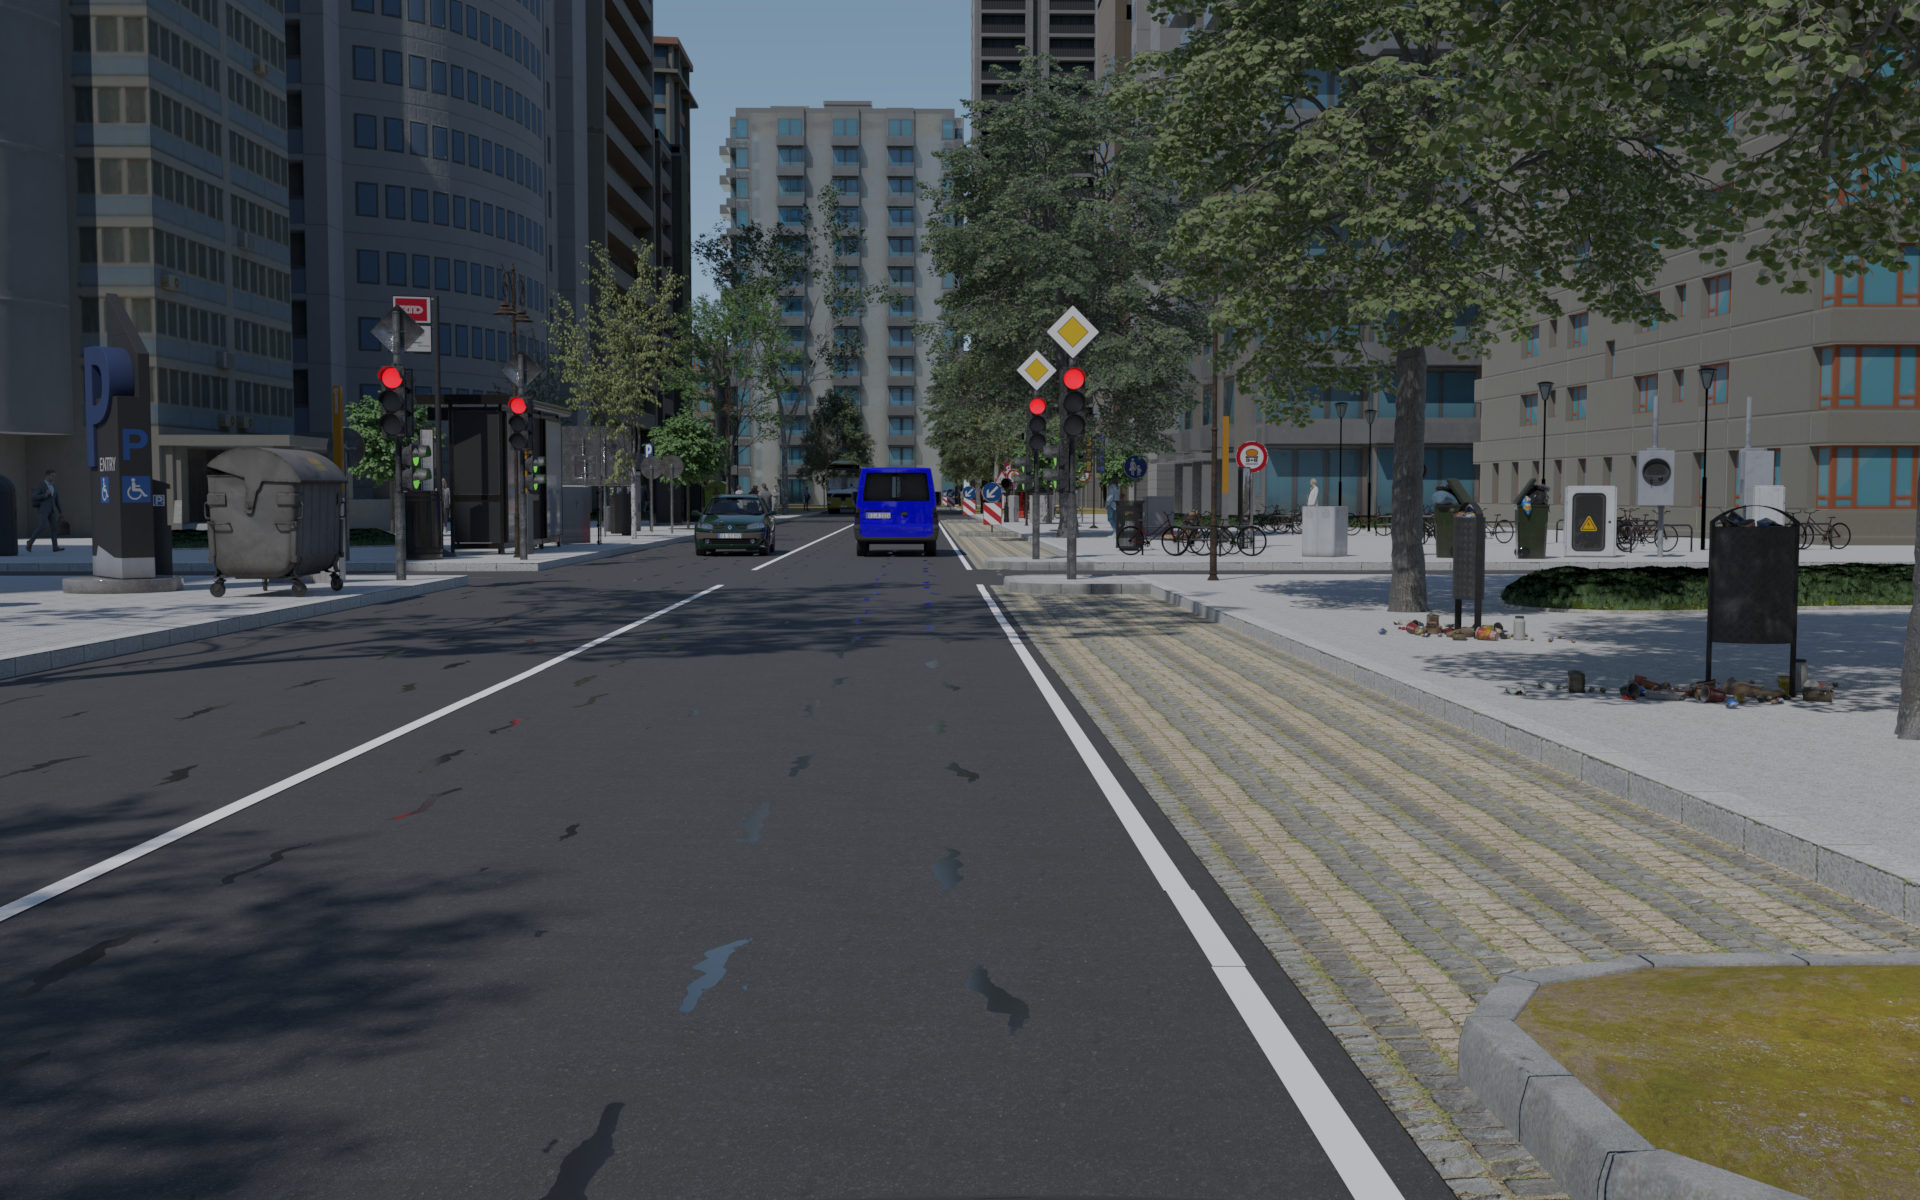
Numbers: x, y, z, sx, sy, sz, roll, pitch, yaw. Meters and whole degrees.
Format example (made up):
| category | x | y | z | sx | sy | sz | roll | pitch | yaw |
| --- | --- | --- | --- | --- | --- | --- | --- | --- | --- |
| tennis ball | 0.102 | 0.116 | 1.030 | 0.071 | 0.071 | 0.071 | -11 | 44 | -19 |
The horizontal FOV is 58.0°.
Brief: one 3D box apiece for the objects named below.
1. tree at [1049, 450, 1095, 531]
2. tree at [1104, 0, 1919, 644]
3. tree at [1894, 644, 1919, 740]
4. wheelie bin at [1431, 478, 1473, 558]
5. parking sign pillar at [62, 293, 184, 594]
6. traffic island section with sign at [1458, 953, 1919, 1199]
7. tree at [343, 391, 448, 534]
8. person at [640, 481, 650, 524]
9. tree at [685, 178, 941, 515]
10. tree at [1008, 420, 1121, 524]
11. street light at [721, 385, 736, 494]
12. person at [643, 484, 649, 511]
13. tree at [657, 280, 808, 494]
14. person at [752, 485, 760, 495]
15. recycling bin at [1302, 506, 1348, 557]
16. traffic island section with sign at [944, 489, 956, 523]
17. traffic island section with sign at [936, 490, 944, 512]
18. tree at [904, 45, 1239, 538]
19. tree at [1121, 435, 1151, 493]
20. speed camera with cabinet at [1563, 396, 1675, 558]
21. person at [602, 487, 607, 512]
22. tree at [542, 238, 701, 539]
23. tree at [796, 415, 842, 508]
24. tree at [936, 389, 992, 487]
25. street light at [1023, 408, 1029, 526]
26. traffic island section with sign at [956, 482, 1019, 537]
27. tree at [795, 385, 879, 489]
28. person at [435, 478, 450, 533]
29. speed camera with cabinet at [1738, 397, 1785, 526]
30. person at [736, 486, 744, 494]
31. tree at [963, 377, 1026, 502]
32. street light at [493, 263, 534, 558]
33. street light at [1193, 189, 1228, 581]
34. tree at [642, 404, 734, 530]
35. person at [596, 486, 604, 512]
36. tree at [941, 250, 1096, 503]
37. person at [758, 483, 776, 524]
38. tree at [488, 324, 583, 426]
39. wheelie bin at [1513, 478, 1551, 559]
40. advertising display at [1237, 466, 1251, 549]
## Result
| category | x | y | z | sx | sy | sz | roll | pitch | yaw |
| --- | --- | --- | --- | --- | --- | --- | --- | --- | --- |
| tree | 3.541 | -3.981 | 59.693 | 1.663 | 3.219 | 1.824 | 0 | 3 | 0 |
| tree | 5.079 | -6.119 | 18.172 | 7.486 | 12.596 | 7.792 | 0 | 3 | 0 |
| tree | 5.039 | -5.569 | 9.188 | 7.486 | 12.596 | 7.792 | 0 | 3 | 0 |
| wheelie bin | 9.897 | -1.649 | 34.871 | 0.693 | 1.594 | 0.980 | 2 | 4 | 34 |
| parking sign pillar | -11.057 | -2.099 | 22.789 | 1.447 | 3.967 | 1.447 | -3 | 5 | -41 |
| traffic island section with sign | 2.222 | 0.296 | 3.782 | 1.989 | 1.847 | 2.006 | 0 | 4 | -1 |
| tree | -16.985 | -4.159 | 51.721 | 4.285 | 4.588 | 4.351 | 0 | 3 | 0 |
| person | -13.506 | -4.139 | 73.682 | 0.822 | 1.834 | 0.622 | -1 | 4 | -14 |
| tree | -9.829 | -15.190 | 104.240 | 12.611 | 20.169 | 13.585 | 0 | 3 | 0 |
| tree | 3.744 | -5.553 | 74.501 | 4.285 | 4.588 | 4.351 | 0 | 3 | 0 |
| street light | -9.798 | -6.157 | 73.461 | 0.468 | 5.910 | 1.993 | 0 | 4 | -1 |
| person | -17.471 | -5.493 | 95.868 | 0.555 | 1.821 | 0.388 | -1 | 4 | -23 |
| tree | -11.256 | -9.698 | 84.313 | 9.928 | 11.665 | 9.643 | 0 | 3 | 0 |
| person | -12.704 | -6.204 | 107.446 | 0.573 | 1.828 | 0.580 | 0 | 4 | 6 |
| recycling bin | 7.495 | -1.407 | 35.558 | 0.722 | 1.027 | 0.722 | 3 | 4 | 37 |
| traffic island section with sign | 0.322 | -4.711 | 85.657 | 1.989 | 1.847 | 2.006 | 0 | 4 | -1 |
| traffic island section with sign | -0.841 | -7.774 | 135.734 | 1.989 | 1.847 | 2.006 | 0 | 4 | -1 |
| tree | 3.271 | -8.789 | 50.355 | 9.857 | 13.997 | 8.962 | 0 | 3 | 0 |
| tree | 8.589 | -6.695 | 93.178 | 4.285 | 4.588 | 4.351 | 0 | 3 | 0 |
| speed camera with cabinet | 13.310 | -2.487 | 35.000 | 2.038 | 3.252 | 0.660 | 1 | 4 | 17 |
| person | -21.640 | -5.989 | 104.966 | 0.512 | 1.701 | 0.522 | -1 | 4 | -21 |
| tree | -9.530 | -6.039 | 49.105 | 4.737 | 8.622 | 4.395 | 0 | 3 | 0 |
| tree | -12.541 | -12.685 | 157.760 | 4.360 | 8.622 | 3.978 | 0 | 3 | 0 |
| tree | 1.518 | -15.830 | 176.950 | 7.486 | 12.596 | 7.792 | 0 | 3 | 0 |
| street light | 2.690 | -5.930 | 69.749 | 0.468 | 5.910 | 1.993 | 0 | 4 | -1 |
| traffic island section with sign | 0.953 | -3.056 | 58.599 | 1.989 | 1.847 | 2.006 | 0 | 4 | -1 |
| tree | -12.928 | -16.207 | 181.992 | 9.611 | 12.733 | 9.660 | 0 | 3 | 0 |
| person | -17.034 | -3.123 | 57.294 | 0.709 | 1.800 | 0.728 | -1 | 4 | -12 |
| speed camera with cabinet | 16.000 | -2.459 | 34.537 | 0.660 | 3.252 | 2.038 | 1 | 4 | 17 |
| person | -12.188 | -5.461 | 95.903 | 0.480 | 1.755 | 0.524 | -1 | 4 | -12 |
| tree | 2.366 | -8.946 | 96.627 | 4.737 | 8.622 | 4.395 | 0 | 3 | 0 |
| street light | -8.936 | -3.793 | 34.806 | 0.468 | 5.910 | 1.993 | 0 | 4 | -1 |
| street light | 3.760 | -3.226 | 25.538 | 0.468 | 5.910 | 1.993 | 0 | 4 | -1 |
| tree | -10.017 | -4.860 | 63.182 | 4.285 | 4.588 | 4.351 | 0 | 3 | 0 |
| person | -21.464 | -5.944 | 103.413 | 0.721 | 1.800 | 0.419 | 2 | 4 | 31 |
| tree | 3.591 | -16.364 | 123.436 | 12.611 | 20.169 | 13.585 | 0 | 3 | 0 |
| person | -6.747 | -3.121 | 59.622 | 0.767 | 1.812 | 0.694 | 3 | 5 | 45 |
| tree | -17.980 | -7.564 | 74.035 | 4.360 | 8.622 | 3.978 | 0 | 3 | 0 |
| wheelie bin | 11.373 | -1.623 | 34.439 | 0.693 | 1.594 | 0.980 | 1 | 4 | 12 |
| advertising display | 6.657 | -2.163 | 40.576 | 0.123 | 1.923 | 0.974 | 1 | 4 | 20 |
